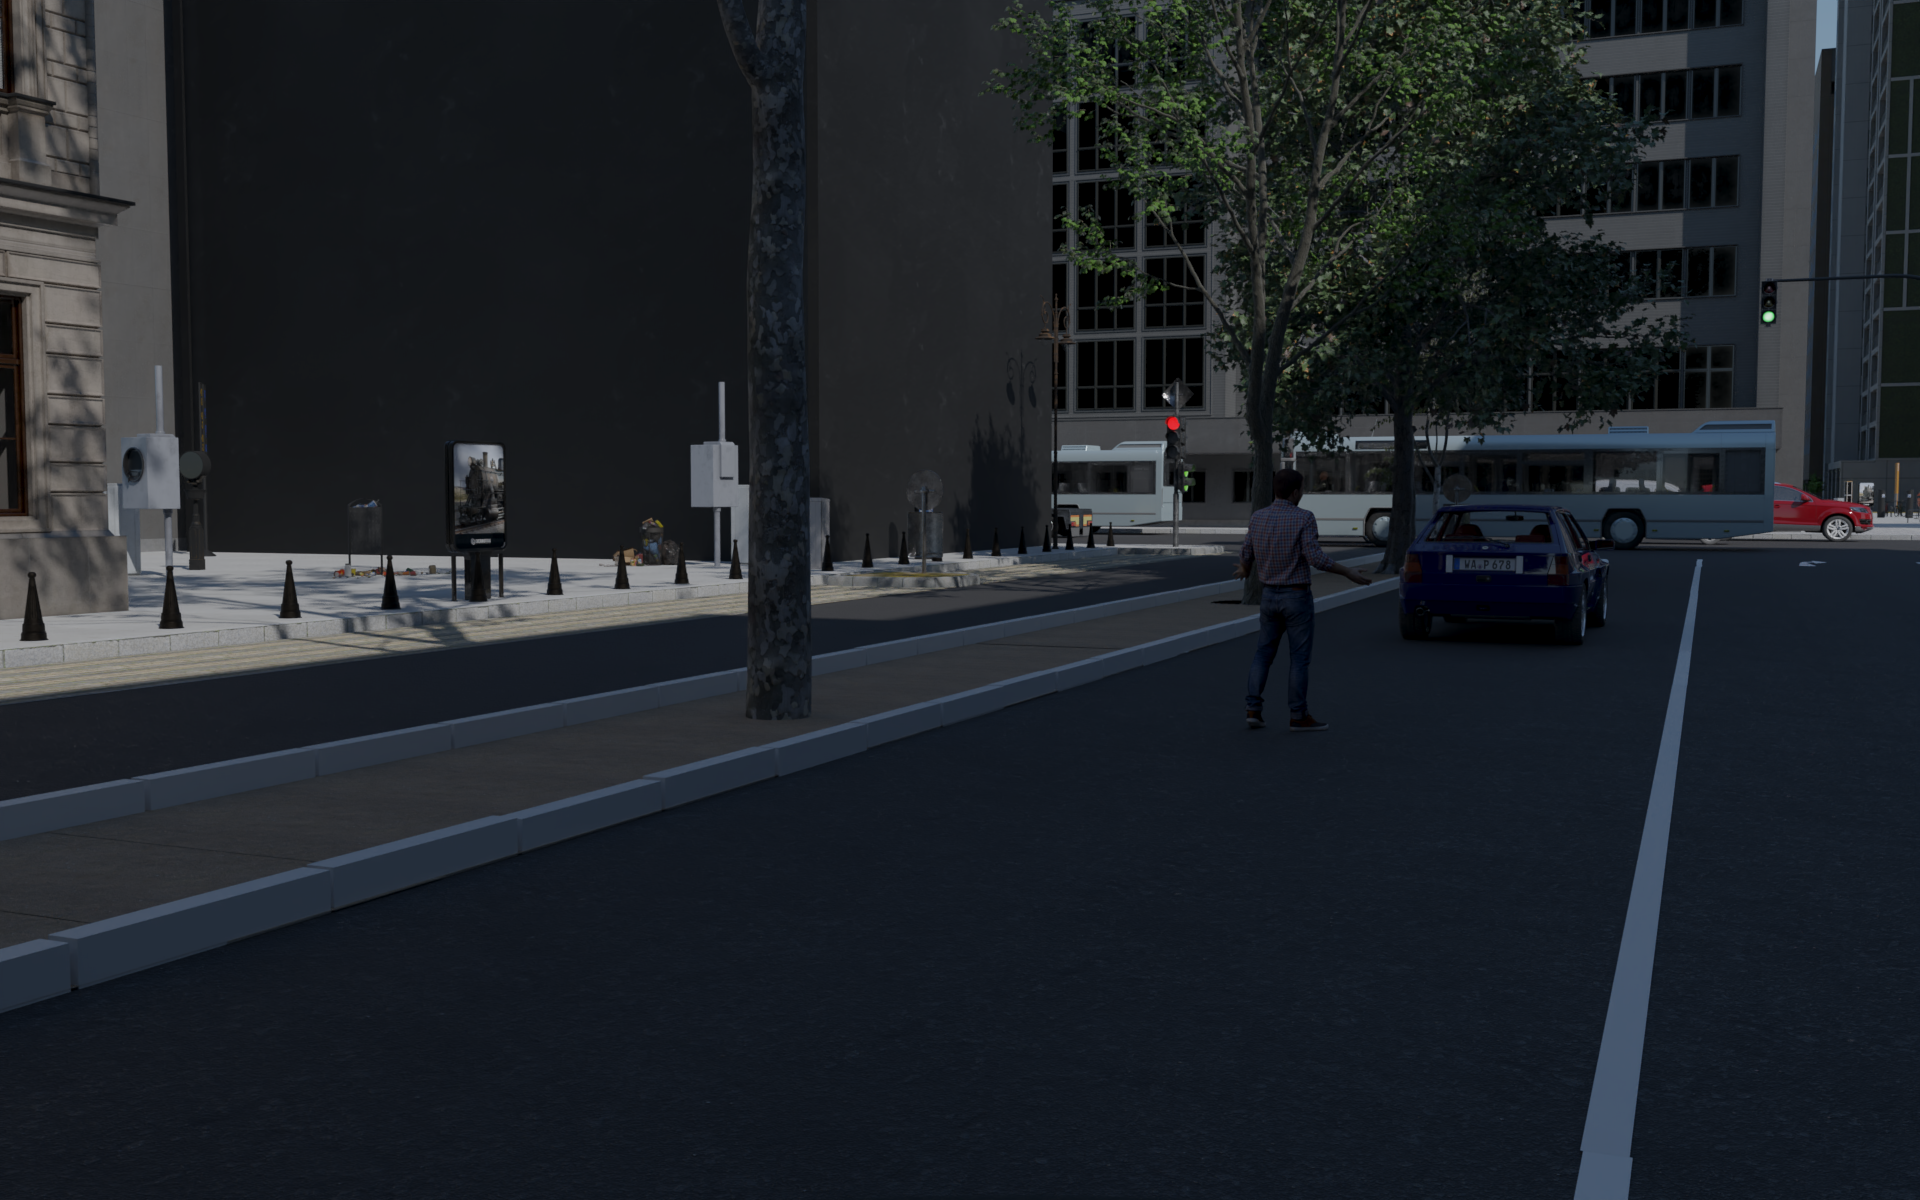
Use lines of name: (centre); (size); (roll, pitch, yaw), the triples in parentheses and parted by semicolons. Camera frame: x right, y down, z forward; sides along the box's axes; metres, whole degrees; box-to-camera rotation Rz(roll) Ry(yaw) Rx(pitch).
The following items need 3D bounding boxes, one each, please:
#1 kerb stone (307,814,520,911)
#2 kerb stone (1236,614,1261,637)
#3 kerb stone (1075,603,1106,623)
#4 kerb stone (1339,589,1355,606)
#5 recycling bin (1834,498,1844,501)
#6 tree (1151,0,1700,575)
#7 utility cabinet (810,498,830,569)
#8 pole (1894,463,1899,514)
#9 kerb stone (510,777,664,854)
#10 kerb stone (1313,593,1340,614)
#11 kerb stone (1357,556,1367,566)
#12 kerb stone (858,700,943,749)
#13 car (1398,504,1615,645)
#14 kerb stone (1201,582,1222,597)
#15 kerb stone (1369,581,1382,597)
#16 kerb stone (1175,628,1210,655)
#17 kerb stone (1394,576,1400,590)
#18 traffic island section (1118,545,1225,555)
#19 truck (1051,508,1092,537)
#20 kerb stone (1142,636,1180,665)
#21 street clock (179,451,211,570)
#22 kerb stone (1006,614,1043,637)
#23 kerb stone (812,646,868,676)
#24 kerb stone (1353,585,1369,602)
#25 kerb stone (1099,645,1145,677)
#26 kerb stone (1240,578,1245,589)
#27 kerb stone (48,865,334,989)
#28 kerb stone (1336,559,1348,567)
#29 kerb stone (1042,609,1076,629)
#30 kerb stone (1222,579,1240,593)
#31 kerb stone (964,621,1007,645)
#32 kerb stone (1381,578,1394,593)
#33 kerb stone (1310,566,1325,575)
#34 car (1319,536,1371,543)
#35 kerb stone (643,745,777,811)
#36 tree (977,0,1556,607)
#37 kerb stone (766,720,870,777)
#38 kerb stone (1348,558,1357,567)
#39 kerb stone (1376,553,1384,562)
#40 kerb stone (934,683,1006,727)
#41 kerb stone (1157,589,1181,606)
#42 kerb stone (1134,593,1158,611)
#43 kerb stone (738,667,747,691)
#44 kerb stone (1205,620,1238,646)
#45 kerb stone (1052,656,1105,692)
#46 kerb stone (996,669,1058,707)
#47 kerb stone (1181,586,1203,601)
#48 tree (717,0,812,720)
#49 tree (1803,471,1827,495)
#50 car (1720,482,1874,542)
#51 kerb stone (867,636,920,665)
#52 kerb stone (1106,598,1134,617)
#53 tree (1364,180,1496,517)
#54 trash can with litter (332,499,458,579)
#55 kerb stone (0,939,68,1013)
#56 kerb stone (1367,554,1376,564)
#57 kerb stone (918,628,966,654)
kerb stone: (-2.008, 0.964, 6.432); (0.120, 0.150, 1.000); (2, 4, 23)
kerb stone: (2.892, 0.279, 17.736); (0.120, 0.150, 1.000); (2, 4, 23)
kerb stone: (1.411, 0.163, 19.593); (0.120, 0.150, 1.000); (2, 4, 23)
kerb stone: (4.934, -0.012, 22.450); (0.120, 0.150, 1.000); (2, 4, 23)
recycling bin: (54.480, -5.779, 107.044); (0.722, 1.027, 0.722); (1, 4, 11)
tree: (7.965, -6.810, 30.803); (9.611, 12.733, 9.660); (0, 3, 0)
utility cabinet: (-2.747, -1.140, 29.799); (1.020, 1.237, 0.306); (2, 4, 25)
pole: (61.334, -7.313, 113.413); (0.158, 3.312, 0.155); (0, 3, 0)
kerb stone: (-1.599, 0.917, 7.376); (0.120, 0.150, 1.000); (2, 4, 23)
kerb stone: (4.530, 0.046, 21.508); (0.120, 0.150, 1.000); (2, 4, 23)
kerb stone: (7.939, -0.762, 34.670); (0.120, 0.150, 1.000); (2, 4, 23)
kerb stone: (-0.372, 0.734, 10.198); (0.120, 0.150, 1.000); (2, 4, 23)
car: (5.713, -0.330, 17.982); (1.945, 1.354, 3.894); (2, 4, 25)
kerb stone: (3.448, -0.129, 24.309); (0.120, 0.150, 1.000); (2, 4, 23)
kerb stone: (5.747, -0.128, 24.333); (0.120, 0.150, 1.000); (2, 4, 23)
kerb stone: (2.073, 0.388, 15.850); (0.120, 0.150, 1.000); (2, 4, 23)
kerb stone: (6.566, -0.246, 26.217); (0.120, 0.150, 1.000); (2, 4, 23)
traffic island section: (5.221, -1.211, 42.083); (2.009, 0.180, 2.903); (2, 4, 23)
truck: (-4.691, -4.326, 60.488); (18.799, 4.110, 2.967); (1, 4, 22)
kerb stone: (1.673, 0.446, 14.906); (0.120, 0.150, 1.000); (2, 4, 23)
street clock: (-12.874, -1.505, 29.176); (0.471, 2.002, 0.358); (1, 4, 10)
kerb stone: (0.591, 0.275, 17.702); (0.120, 0.150, 1.000); (2, 4, 23)
kerb stone: (-1.034, 0.511, 13.936); (0.120, 0.150, 1.000); (2, 4, 23)
kerb stone: (5.344, -0.073, 23.391); (0.120, 0.150, 1.000); (2, 4, 23)
kerb stone: (1.261, 0.503, 13.968); (0.120, 0.150, 1.000); (2, 4, 23)
kerb stone: (4.268, -0.245, 26.196); (0.120, 0.150, 1.000); (2, 4, 23)
kerb stone: (-2.406, 1.024, 5.488); (0.120, 0.150, 1.000); (2, 4, 23)
kerb stone: (7.135, -0.648, 32.785); (0.120, 0.150, 1.000); (2, 4, 23)
kerb stone: (0.996, 0.220, 18.650); (0.120, 0.150, 1.000); (2, 4, 23)
kerb stone: (3.864, -0.187, 25.245); (0.120, 0.150, 1.000); (2, 4, 23)
kerb stone: (0.184, 0.333, 16.758); (0.120, 0.150, 1.000); (2, 4, 23)
kerb stone: (6.157, -0.189, 25.278); (0.120, 0.150, 1.000); (2, 4, 23)
kerb stone: (6.316, -0.532, 30.900); (0.120, 0.150, 1.000); (2, 4, 23)
car: (11.134, -2.400, 51.608); (4.827, 1.381, 2.083); (2, 4, 25)
kerb stone: (-1.189, 0.849, 8.315); (0.120, 0.150, 1.000); (2, 4, 23)
tree: (3.895, -5.728, 21.859); (9.928, 11.665, 9.643); (0, 3, 0)
kerb stone: (-0.774, 0.794, 9.256); (0.120, 0.150, 1.000); (2, 4, 23)
kerb stone: (7.537, -0.703, 33.727); (0.120, 0.150, 1.000); (2, 4, 23)
kerb stone: (8.754, -0.878, 36.550); (0.120, 0.150, 1.000); (2, 4, 23)
kerb stone: (0.040, 0.678, 11.141); (0.120, 0.150, 1.000); (2, 4, 23)
kerb stone: (2.629, -0.014, 22.419); (0.120, 0.150, 1.000); (2, 4, 23)
kerb stone: (2.222, 0.045, 21.479); (0.120, 0.150, 1.000); (2, 4, 23)
kerb stone: (-1.447, 0.563, 12.993); (0.120, 0.150, 1.000); (2, 4, 23)
kerb stone: (2.485, 0.331, 16.796); (0.120, 0.150, 1.000); (2, 4, 23)
kerb stone: (0.856, 0.563, 13.023); (0.120, 0.150, 1.000); (2, 4, 23)
kerb stone: (0.438, 0.618, 12.087); (0.120, 0.150, 1.000); (2, 4, 23)
kerb stone: (3.046, -0.069, 23.366); (0.120, 0.150, 1.000); (2, 4, 23)
tree: (-1.935, -9.383, 11.752); (12.611, 20.169, 13.585); (0, 3, 0)
tree: (70.019, -9.008, 141.889); (1.663, 3.219, 1.824); (0, 3, 0)
car: (25.102, -2.724, 53.214); (5.304, 1.827, 2.281); (2, 4, 25)
kerb stone: (-0.631, 0.448, 14.877); (0.120, 0.150, 1.000); (2, 4, 23)
kerb stone: (1.820, 0.101, 20.536); (0.120, 0.150, 1.000); (2, 4, 23)
tree: (10.392, -5.184, 37.585); (4.360, 8.622, 3.978); (0, 3, 0)
trash can with litter: (-8.945, -0.993, 27.297); (2.233, 1.210, 1.678); (-3, 4, -37)
kerb stone: (-2.813, 1.087, 4.547); (0.120, 0.150, 1.000); (2, 4, 23)
kerb stone: (8.349, -0.820, 35.609); (0.120, 0.150, 1.000); (2, 4, 23)
kerb stone: (-0.224, 0.390, 15.818); (0.120, 0.150, 1.000); (2, 4, 23)
